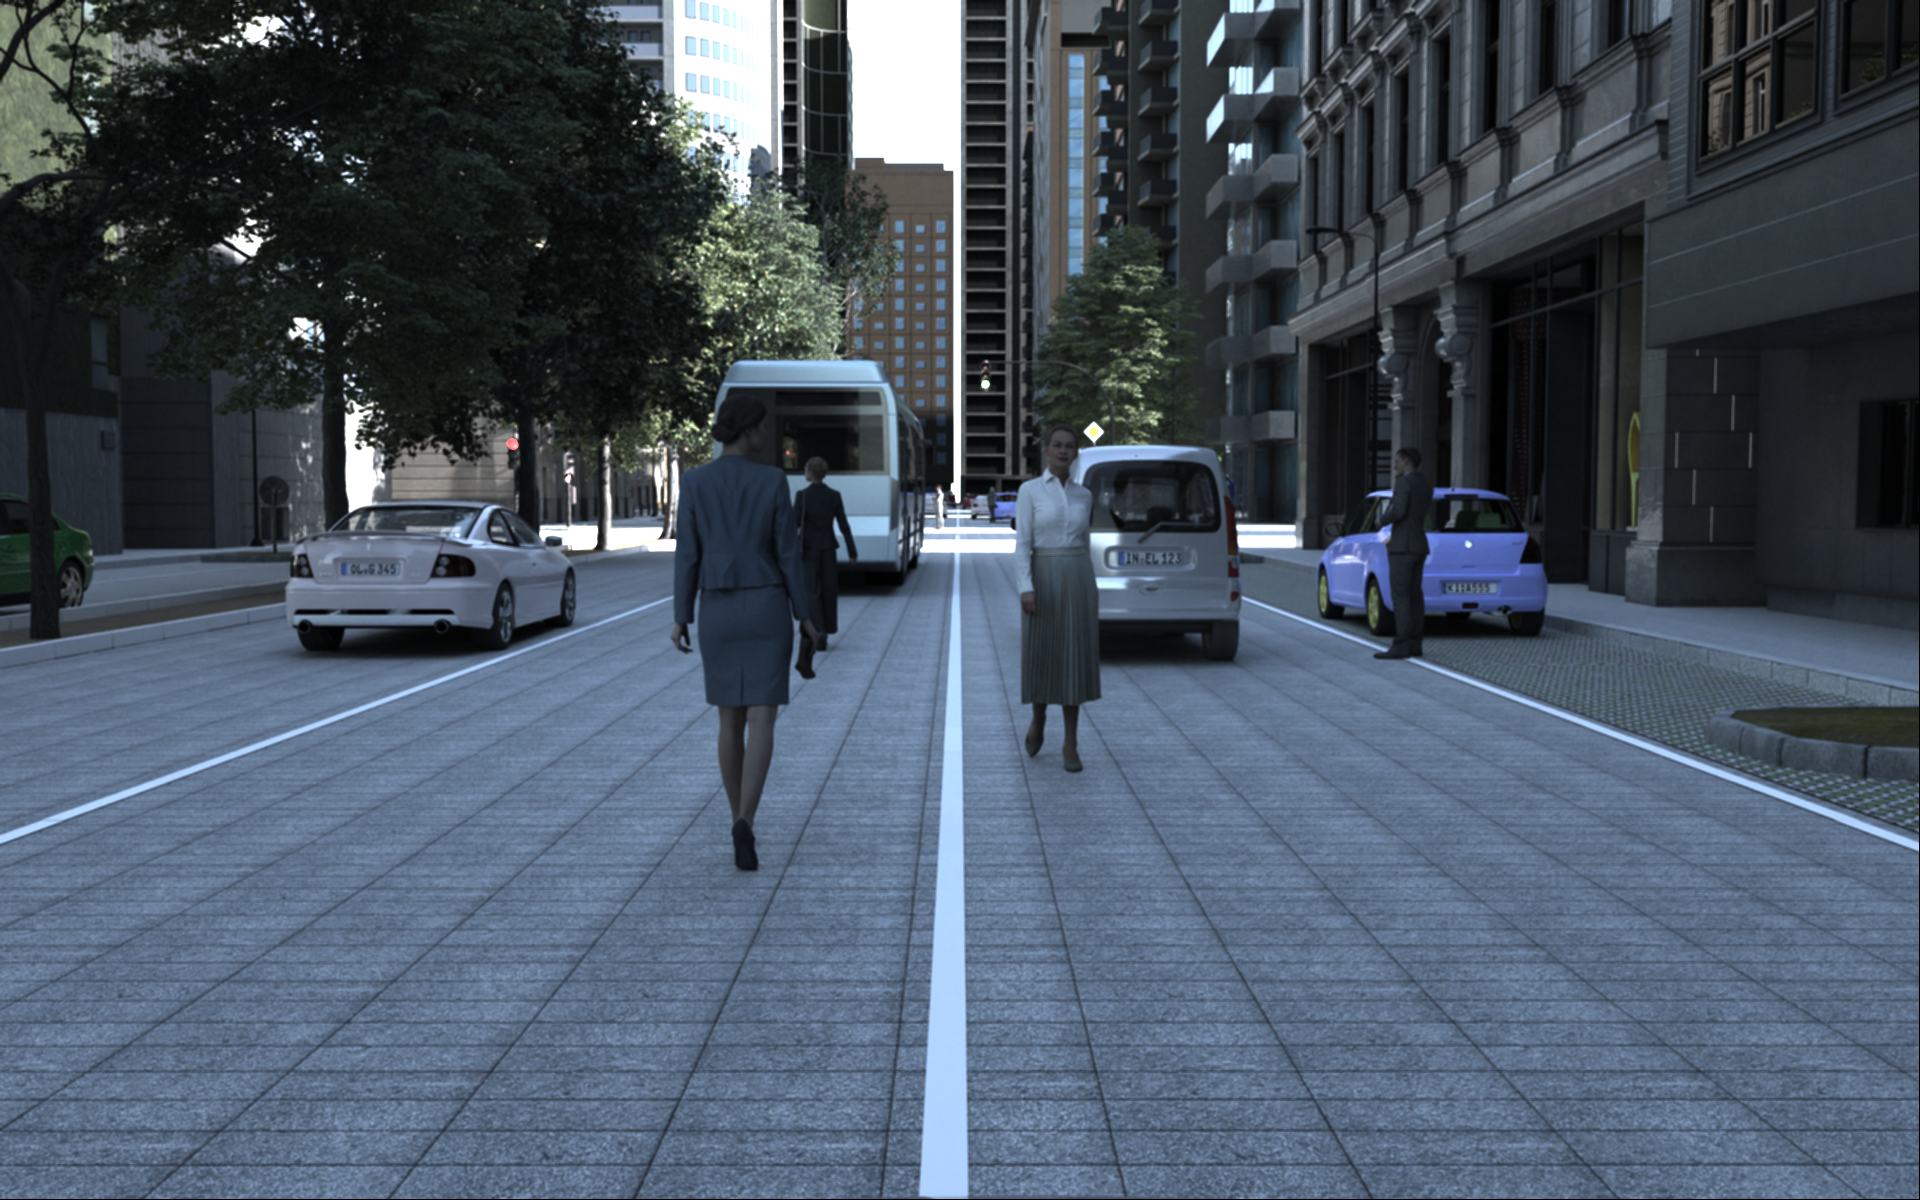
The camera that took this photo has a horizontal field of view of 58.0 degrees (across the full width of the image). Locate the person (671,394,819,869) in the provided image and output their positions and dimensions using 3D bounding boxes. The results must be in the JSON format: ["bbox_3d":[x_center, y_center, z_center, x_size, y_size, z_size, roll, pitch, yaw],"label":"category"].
[{"bbox_3d":[-0.874,0.107,6.775,0.581,1.822,0.654,1,4,13],"label":"person"}]

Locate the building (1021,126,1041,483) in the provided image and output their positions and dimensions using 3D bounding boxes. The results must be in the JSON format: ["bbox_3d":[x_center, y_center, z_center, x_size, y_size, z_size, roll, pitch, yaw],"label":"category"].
[{"bbox_3d":[18.440,-33.578,203.628,22.147,44.769,28.867,0,3,0],"label":"building"}]

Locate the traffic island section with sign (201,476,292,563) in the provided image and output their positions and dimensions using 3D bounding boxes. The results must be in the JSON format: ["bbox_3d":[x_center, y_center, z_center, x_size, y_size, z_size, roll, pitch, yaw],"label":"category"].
[{"bbox_3d":[-14.891,-1.745,37.162,1.989,1.847,2.006,0,3,0],"label":"traffic island section with sign"}]

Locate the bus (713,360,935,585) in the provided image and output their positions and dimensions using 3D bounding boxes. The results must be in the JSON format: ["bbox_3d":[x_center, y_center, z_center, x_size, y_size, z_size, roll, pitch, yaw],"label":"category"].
[{"bbox_3d":[-2.058,-2.178,30.463,2.948,3.499,13.247,0,4,1],"label":"bus"}]

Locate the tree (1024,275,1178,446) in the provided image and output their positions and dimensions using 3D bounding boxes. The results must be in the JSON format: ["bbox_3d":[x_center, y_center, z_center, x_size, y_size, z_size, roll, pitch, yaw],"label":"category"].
[{"bbox_3d":[8.281,-11.965,102.287,9.857,13.997,8.962,0,3,0],"label":"tree"}]

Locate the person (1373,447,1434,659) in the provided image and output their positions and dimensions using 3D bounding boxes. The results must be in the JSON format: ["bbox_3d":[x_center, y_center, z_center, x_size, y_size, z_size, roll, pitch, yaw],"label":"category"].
[{"bbox_3d":[3.862,-0.423,15.224,0.447,1.846,0.655,3,5,39],"label":"person"}]

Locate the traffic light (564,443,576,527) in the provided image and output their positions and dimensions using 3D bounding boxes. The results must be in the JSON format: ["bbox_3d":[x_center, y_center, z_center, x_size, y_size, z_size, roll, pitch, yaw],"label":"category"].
[{"bbox_3d":[-13.102,-5.664,67.266,4.771,5.953,1.251,0,3,0],"label":"traffic light"}]

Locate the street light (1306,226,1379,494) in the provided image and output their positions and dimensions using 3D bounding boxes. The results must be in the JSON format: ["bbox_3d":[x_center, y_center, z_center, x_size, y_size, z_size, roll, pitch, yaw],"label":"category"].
[{"bbox_3d":[6.693,-3.527,30.215,1.470,5.913,1.316,0,3,0],"label":"street light"}]

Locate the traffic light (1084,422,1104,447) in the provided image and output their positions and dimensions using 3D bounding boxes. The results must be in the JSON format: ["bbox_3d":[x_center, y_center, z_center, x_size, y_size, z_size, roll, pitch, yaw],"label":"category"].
[{"bbox_3d":[5.168,-4.791,67.261,0.839,4.253,0.868,0,3,0],"label":"traffic light"}]

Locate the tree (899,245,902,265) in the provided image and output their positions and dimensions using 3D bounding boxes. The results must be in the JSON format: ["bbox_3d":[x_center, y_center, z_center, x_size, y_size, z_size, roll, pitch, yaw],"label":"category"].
[{"bbox_3d":[-10.282,-15.245,107.601,12.611,20.169,13.585,0,3,0],"label":"tree"}]

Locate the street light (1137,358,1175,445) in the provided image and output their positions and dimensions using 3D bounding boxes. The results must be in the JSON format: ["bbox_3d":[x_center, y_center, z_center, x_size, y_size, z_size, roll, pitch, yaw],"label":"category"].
[{"bbox_3d":[6.739,-5.297,59.154,1.470,5.913,1.316,0,3,0],"label":"street light"}]

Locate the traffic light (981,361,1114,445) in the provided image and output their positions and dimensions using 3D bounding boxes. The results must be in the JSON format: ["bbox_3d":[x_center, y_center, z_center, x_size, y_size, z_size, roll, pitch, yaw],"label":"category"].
[{"bbox_3d":[3.082,-5.166,59.133,4.771,5.953,1.251,0,3,0],"label":"traffic light"}]

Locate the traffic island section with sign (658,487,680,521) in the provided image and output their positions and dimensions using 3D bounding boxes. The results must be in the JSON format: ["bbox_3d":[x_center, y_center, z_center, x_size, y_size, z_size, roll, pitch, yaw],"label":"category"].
[{"bbox_3d":[-14.930,-5.102,92.052,1.989,1.847,2.006,0,3,0],"label":"traffic island section with sign"}]

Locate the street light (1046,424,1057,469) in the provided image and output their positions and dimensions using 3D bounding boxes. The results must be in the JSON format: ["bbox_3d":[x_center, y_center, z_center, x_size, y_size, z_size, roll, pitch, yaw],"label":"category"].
[{"bbox_3d":[6.519,-8.616,113.407,1.470,5.913,1.316,0,3,0],"label":"street light"}]

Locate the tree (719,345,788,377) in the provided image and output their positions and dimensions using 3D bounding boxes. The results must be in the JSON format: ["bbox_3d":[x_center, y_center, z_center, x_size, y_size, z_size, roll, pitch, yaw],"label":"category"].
[{"bbox_3d":[-8.933,-8.725,79.516,8.767,10.594,7.601,0,3,0],"label":"tree"}]

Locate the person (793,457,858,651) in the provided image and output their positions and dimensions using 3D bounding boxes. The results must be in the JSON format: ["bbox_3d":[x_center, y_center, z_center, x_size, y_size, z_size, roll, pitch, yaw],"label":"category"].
[{"bbox_3d":[-1.267,-0.432,15.983,0.534,1.772,0.576,3,5,42],"label":"person"}]

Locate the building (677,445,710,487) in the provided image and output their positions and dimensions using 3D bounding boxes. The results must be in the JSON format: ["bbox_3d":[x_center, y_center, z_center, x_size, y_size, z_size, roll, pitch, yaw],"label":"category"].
[{"bbox_3d":[-24.096,-17.750,119.886,12.332,23.373,15.834,0,3,0],"label":"building"}]

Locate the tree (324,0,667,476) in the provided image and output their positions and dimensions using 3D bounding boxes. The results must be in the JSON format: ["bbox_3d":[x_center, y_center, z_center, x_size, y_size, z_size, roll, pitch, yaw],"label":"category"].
[{"bbox_3d":[-8.862,-7.085,35.306,9.611,12.733,9.660,0,3,0],"label":"tree"}]

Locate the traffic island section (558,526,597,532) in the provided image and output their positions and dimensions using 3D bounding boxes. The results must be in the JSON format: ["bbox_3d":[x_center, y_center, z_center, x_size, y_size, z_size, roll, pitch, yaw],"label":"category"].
[{"bbox_3d":[-15.233,-2.757,67.364,2.009,0.180,2.903,0,3,0],"label":"traffic island section"}]

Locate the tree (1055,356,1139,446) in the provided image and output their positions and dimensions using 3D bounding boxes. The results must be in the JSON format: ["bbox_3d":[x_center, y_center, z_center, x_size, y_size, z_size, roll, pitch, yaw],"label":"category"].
[{"bbox_3d":[7.410,-8.459,88.671,4.737,8.622,4.395,0,3,0],"label":"tree"}]

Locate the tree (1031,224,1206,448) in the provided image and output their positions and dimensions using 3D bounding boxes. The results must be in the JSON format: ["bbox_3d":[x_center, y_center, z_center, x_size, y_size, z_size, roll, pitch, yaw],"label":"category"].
[{"bbox_3d":[6.769,-9.515,73.698,7.486,12.596,7.792,0,3,0],"label":"tree"}]

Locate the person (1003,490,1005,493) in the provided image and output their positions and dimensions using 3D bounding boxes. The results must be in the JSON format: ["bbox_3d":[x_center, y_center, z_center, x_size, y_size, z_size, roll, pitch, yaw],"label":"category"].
[{"bbox_3d":[4.082,-9.210,159.111,0.705,1.821,1.348,-2,4,-25],"label":"person"}]

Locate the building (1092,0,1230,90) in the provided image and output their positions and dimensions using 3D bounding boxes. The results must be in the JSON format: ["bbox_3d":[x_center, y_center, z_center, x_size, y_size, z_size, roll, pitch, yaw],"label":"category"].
[{"bbox_3d":[21.027,-28.791,125.354,22.147,44.769,28.867,0,3,0],"label":"building"}]

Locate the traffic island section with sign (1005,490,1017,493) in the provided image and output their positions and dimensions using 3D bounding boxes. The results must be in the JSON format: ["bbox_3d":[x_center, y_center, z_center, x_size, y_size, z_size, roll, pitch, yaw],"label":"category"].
[{"bbox_3d":[5.136,-9.853,169.718,1.989,1.847,2.006,0,3,0],"label":"traffic island section with sign"}]

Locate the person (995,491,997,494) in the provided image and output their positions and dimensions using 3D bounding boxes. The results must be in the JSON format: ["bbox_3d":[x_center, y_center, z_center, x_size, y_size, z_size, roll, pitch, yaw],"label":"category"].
[{"bbox_3d":[4.111,-11.426,195.185,0.599,1.838,0.709,-3,5,-43],"label":"person"}]

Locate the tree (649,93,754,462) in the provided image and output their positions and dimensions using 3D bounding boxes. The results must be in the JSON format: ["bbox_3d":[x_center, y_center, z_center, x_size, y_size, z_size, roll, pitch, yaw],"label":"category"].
[{"bbox_3d":[-9.211,-7.570,44.353,7.486,12.596,7.792,0,3,0],"label":"tree"}]

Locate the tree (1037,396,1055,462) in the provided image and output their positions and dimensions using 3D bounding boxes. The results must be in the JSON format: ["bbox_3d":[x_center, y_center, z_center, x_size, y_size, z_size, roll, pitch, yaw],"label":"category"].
[{"bbox_3d":[7.252,-10.626,124.099,4.737,8.622,4.395,0,3,0],"label":"tree"}]

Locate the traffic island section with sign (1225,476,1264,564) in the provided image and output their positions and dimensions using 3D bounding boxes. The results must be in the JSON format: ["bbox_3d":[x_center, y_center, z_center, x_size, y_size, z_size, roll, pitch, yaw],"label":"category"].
[{"bbox_3d":[5.238,-1.699,36.404,1.989,1.847,2.006,0,3,0],"label":"traffic island section with sign"}]

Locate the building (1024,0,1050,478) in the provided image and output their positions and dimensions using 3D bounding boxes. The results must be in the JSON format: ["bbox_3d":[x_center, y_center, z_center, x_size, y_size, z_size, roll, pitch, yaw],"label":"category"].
[{"bbox_3d":[21.331,-35.834,175.120,28.713,52.752,27.495,0,3,0],"label":"building"}]

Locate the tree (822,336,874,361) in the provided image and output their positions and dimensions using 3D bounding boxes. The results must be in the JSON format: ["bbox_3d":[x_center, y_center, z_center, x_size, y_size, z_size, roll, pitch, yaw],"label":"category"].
[{"bbox_3d":[-8.917,-12.377,122.946,7.486,12.596,7.792,0,3,0],"label":"tree"}]

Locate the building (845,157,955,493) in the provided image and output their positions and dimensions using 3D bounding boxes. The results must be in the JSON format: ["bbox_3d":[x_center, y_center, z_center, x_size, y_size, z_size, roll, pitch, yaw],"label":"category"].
[{"bbox_3d":[-7.845,-35.647,232.941,14.200,45.320,14.600,0,3,0],"label":"building"}]

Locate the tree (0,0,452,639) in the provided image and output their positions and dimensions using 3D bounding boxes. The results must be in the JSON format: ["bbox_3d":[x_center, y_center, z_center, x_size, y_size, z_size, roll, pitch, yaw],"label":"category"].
[{"bbox_3d":[-9.004,-4.909,17.124,8.767,10.594,7.601,0,3,0],"label":"tree"}]

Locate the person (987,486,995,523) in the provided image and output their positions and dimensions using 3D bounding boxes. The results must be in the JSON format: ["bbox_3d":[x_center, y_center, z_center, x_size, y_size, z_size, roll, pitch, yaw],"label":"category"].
[{"bbox_3d":[1.484,-4.645,84.623,0.537,1.800,0.526,-3,5,-39],"label":"person"}]

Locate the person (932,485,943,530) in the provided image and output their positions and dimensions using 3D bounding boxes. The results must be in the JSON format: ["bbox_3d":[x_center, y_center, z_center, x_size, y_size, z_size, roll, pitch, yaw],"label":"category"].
[{"bbox_3d":[-0.920,-3.732,69.703,0.466,1.800,0.511,-3,5,-42],"label":"person"}]

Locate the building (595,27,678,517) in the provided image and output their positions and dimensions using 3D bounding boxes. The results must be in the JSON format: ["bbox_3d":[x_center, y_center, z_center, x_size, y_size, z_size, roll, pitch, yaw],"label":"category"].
[{"bbox_3d":[-24.654,-19.320,101.780,13.634,28.700,20.117,0,3,0],"label":"building"}]

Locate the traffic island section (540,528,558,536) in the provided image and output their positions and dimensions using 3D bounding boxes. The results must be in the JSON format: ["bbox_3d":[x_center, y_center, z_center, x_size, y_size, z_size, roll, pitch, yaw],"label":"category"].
[{"bbox_3d":[-15.227,-2.269,59.379,2.009,0.180,2.903,0,3,0],"label":"traffic island section"}]

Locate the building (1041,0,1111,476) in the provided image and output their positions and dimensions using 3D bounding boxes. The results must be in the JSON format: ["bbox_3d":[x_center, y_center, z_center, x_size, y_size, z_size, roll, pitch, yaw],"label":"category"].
[{"bbox_3d":[14.544,-30.852,154.533,14.600,45.320,14.200,0,3,0],"label":"building"}]

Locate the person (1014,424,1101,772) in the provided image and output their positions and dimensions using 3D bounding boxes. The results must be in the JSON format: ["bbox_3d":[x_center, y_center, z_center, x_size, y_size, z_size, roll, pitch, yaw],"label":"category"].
[{"bbox_3d":[0.491,-0.026,9.157,0.478,1.798,0.641,-1,4,-9],"label":"person"}]

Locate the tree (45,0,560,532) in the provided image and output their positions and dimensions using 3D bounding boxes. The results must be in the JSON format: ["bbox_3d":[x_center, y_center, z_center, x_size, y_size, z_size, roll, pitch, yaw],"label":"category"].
[{"bbox_3d":[-9.165,-6.399,25.208,7.486,12.596,7.792,0,3,0],"label":"tree"}]

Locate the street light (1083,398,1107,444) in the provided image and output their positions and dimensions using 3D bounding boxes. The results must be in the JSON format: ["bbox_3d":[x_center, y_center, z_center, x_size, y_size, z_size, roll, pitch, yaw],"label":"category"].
[{"bbox_3d":[6.588,-6.828,84.178,1.470,5.913,1.316,0,3,0],"label":"street light"}]

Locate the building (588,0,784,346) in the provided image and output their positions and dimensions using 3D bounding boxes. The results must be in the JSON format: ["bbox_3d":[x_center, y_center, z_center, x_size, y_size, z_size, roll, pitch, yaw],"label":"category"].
[{"bbox_3d":[-27.776,-37.553,155.983,21.231,58.520,28.212,0,3,0],"label":"building"}]

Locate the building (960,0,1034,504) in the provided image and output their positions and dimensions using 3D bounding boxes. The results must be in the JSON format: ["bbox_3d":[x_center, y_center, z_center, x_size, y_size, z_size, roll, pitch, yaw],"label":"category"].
[{"bbox_3d":[10.277,-48.760,235.482,20.611,71.187,20.563,0,3,0],"label":"building"}]

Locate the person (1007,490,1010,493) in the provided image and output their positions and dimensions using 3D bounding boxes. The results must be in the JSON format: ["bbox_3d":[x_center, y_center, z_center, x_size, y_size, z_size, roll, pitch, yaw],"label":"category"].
[{"bbox_3d":[4.256,-8.737,151.282,1.348,1.831,0.705,0,4,-8],"label":"person"}]

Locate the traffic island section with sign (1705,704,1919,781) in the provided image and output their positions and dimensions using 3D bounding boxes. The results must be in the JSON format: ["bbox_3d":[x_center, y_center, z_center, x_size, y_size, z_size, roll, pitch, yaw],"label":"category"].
[{"bbox_3d":[5.266,-0.050,9.449,1.989,1.847,2.006,0,3,0],"label":"traffic island section with sign"}]

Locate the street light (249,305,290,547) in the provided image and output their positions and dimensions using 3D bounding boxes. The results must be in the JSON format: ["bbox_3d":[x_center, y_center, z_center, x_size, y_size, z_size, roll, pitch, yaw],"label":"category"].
[{"bbox_3d":[-16.617,-4.254,42.087,1.470,5.913,1.316,0,3,0],"label":"street light"}]

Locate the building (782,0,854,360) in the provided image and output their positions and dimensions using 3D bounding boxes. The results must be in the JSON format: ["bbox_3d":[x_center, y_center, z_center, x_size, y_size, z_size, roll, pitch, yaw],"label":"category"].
[{"bbox_3d":[-25.254,-48.783,235.856,20.611,71.187,20.563,0,3,0],"label":"building"}]

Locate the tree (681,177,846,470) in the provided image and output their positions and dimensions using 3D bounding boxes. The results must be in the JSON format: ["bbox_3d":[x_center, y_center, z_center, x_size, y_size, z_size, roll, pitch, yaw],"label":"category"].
[{"bbox_3d":[-9.015,-9.877,70.600,9.857,13.997,8.962,0,3,0],"label":"tree"}]

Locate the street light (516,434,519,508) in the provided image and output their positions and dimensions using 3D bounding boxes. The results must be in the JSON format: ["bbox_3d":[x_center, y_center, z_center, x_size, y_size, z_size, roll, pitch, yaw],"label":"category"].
[{"bbox_3d":[-16.766,-5.813,67.581,1.470,5.913,1.316,0,3,0],"label":"street light"}]

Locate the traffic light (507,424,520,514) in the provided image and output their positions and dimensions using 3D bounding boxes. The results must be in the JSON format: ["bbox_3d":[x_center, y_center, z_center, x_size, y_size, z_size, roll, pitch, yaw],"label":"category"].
[{"bbox_3d":[-15.187,-4.301,59.244,0.839,4.253,0.868,0,3,0],"label":"traffic light"}]

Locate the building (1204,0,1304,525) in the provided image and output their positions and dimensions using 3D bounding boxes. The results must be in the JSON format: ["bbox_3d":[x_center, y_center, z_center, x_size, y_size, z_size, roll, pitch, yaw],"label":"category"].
[{"bbox_3d":[26.659,-28.129,79.524,30.456,49.044,23.786,0,3,0],"label":"building"}]

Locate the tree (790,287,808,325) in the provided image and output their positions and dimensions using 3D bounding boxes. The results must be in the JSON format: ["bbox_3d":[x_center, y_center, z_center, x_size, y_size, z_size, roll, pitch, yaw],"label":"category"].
[{"bbox_3d":[-9.048,-8.243,54.239,9.611,12.733,9.660,0,3,0],"label":"tree"}]

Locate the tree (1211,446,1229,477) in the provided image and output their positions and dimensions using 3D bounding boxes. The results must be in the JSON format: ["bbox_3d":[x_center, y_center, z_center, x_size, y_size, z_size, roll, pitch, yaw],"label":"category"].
[{"bbox_3d":[10.030,-4.519,68.490,1.663,3.219,1.824,0,3,0],"label":"tree"}]

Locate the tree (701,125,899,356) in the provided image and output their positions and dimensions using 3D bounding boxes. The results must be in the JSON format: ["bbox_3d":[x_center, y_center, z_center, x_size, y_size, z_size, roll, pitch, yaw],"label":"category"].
[{"bbox_3d":[-10.315,-14.142,89.571,12.611,20.169,13.585,0,3,0],"label":"tree"}]

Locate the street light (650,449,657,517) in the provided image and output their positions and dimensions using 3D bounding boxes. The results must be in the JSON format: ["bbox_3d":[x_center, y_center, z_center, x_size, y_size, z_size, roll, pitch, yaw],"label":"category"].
[{"bbox_3d":[-16.733,-7.644,97.521,1.470,5.913,1.316,0,3,0],"label":"street light"}]

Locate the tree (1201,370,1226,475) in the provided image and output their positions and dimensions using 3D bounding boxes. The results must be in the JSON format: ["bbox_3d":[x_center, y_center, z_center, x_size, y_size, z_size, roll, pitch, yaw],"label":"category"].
[{"bbox_3d":[15.489,-8.934,96.425,4.737,8.622,4.395,0,3,0],"label":"tree"}]
